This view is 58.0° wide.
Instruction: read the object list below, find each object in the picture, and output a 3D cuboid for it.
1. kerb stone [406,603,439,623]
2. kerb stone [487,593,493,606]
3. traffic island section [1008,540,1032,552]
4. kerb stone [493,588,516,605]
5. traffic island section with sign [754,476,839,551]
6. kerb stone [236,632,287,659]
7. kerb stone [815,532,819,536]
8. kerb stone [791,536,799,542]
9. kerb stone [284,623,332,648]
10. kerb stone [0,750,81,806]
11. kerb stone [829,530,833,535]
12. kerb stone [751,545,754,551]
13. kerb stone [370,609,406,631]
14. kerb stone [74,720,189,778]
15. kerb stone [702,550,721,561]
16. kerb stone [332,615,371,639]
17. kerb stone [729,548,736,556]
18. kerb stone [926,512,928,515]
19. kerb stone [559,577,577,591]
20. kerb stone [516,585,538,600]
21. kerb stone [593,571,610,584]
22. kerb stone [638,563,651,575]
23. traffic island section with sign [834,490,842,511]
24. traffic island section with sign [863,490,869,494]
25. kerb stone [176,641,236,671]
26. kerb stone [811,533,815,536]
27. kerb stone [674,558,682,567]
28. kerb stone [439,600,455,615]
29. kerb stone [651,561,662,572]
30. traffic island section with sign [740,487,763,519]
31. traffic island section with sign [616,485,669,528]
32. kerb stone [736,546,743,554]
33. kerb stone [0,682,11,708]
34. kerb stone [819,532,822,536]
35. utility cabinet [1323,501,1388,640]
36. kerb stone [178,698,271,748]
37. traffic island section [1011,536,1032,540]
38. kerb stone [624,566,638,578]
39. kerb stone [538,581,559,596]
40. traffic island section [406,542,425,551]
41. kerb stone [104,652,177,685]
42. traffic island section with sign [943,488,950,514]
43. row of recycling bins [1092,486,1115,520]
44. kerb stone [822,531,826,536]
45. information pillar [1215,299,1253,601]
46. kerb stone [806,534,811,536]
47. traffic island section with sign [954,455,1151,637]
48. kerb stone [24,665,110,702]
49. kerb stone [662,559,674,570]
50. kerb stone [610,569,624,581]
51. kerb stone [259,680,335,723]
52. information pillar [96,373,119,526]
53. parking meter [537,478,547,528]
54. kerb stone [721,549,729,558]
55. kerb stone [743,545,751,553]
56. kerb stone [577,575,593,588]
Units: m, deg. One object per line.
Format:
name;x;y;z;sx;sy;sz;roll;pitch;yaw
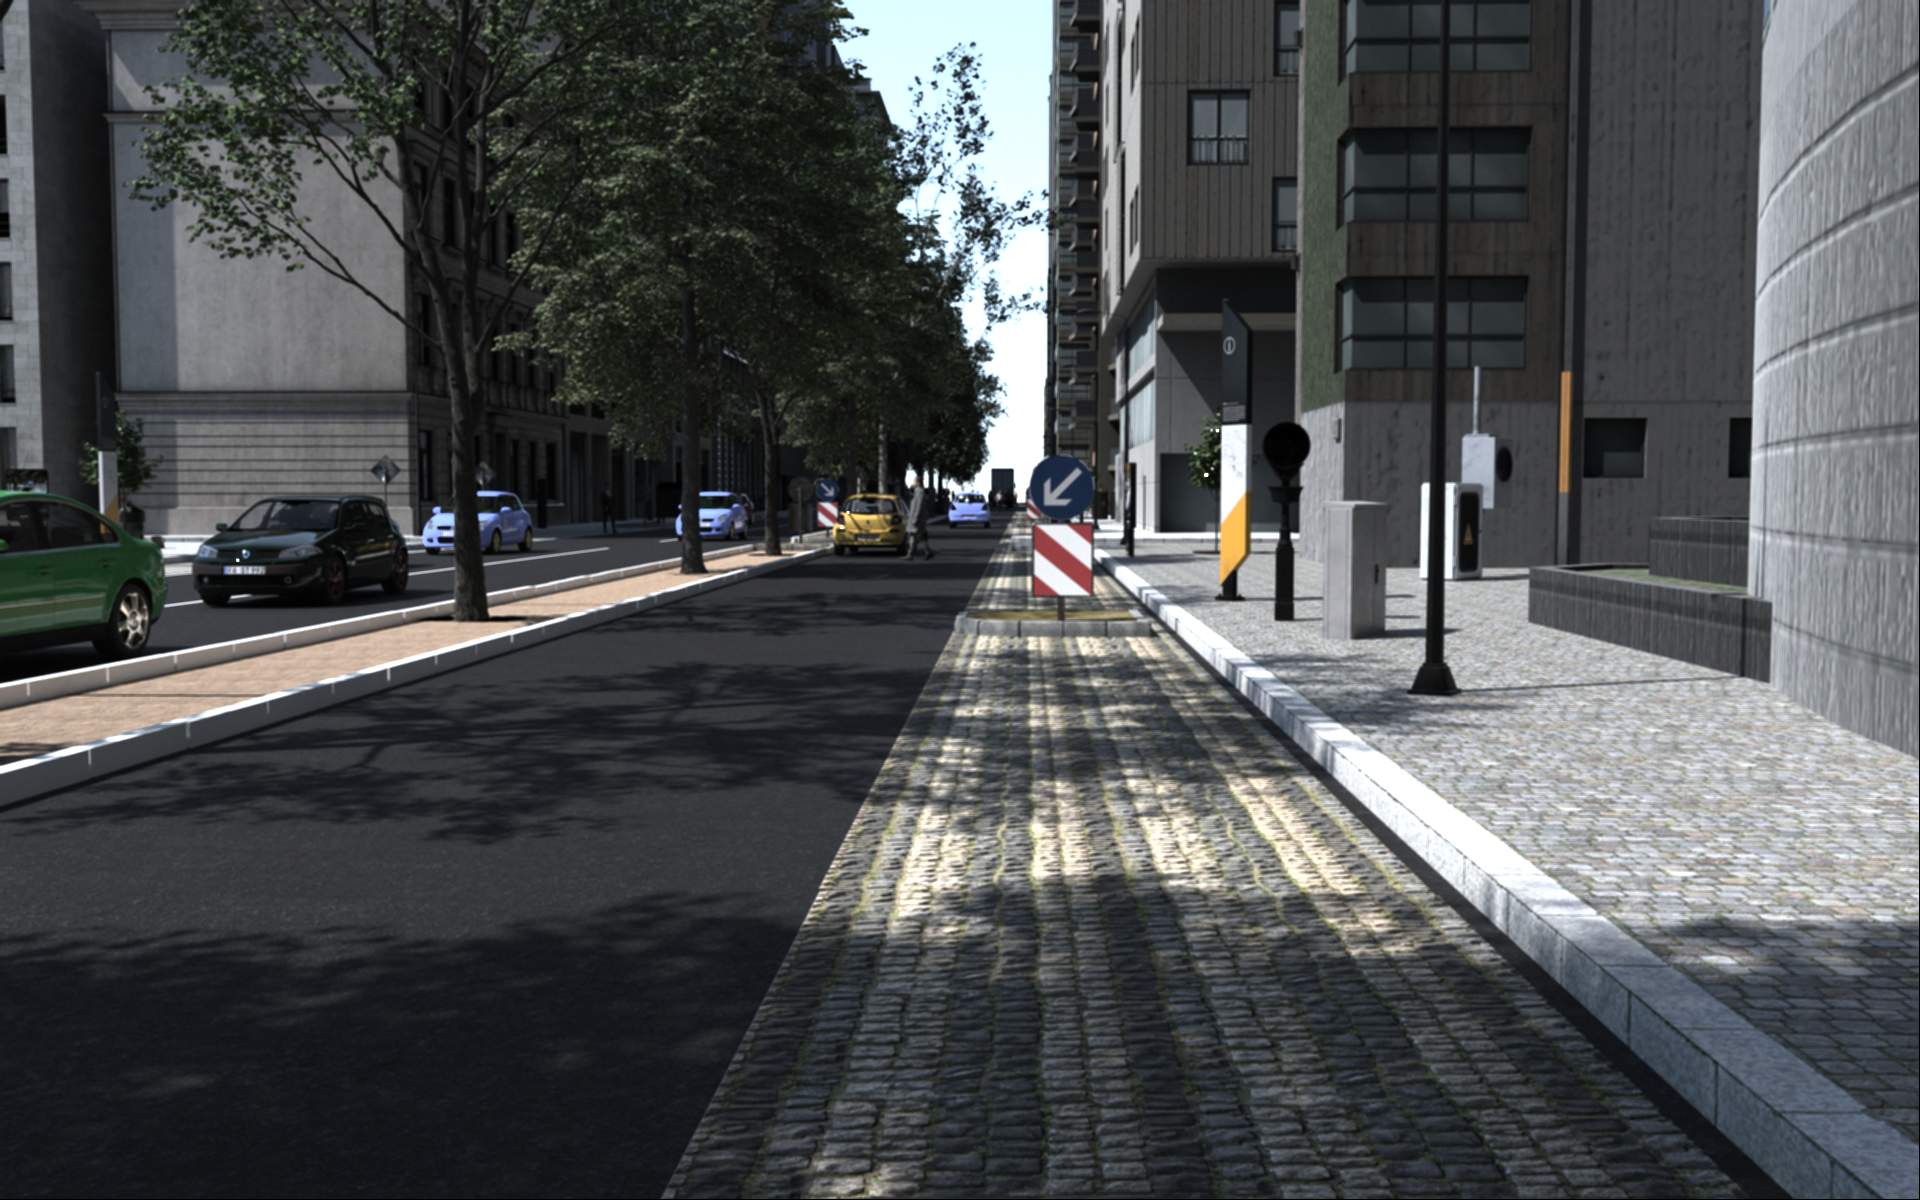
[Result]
kerb stone;-6.128;0.168;19.502;0.120;0.150;1.000;0;4;2
kerb stone;-6.053;0.040;21.547;0.120;0.150;1.000;0;4;2
traffic island section;2.231;-1.319;43.852;2.009;0.180;2.903;0;4;2
kerb stone;-6.023;-0.023;22.576;0.120;0.150;1.000;0;4;2
traffic island section with sign;-4.163;-2.214;44.330;2.006;1.907;1.989;0;4;2
kerb stone;-6.289;0.419;15.417;0.120;0.150;1.000;0;4;2
kerb stone;-4.766;-2.058;55.908;0.120;0.150;1.000;0;4;2
kerb stone;-4.930;-1.811;51.806;0.120;0.150;1.000;0;4;2
kerb stone;-6.241;0.352;16.438;0.120;0.150;1.000;0;4;2
kerb stone;-4.455;0.856;8.207;0.120;0.150;1.000;0;4;2
kerb stone;-4.607;-2.312;59.996;0.120;0.150;1.000;0;4;2
kerb stone;-5.246;-1.278;43.089;0.120;0.150;1.000;0;4;2
kerb stone;-6.178;0.227;18.481;0.120;0.150;1.000;0;4;2
kerb stone;-4.423;0.793;9.230;0.120;0.150;1.000;0;4;2
kerb stone;-5.446;-0.961;37.956;0.120;0.150;1.000;0;4;2
kerb stone;-6.209;0.290;17.459;0.120;0.150;1.000;0;4;2
kerb stone;-5.370;-1.089;39.999;0.120;0.150;1.000;0;4;2
kerb stone;-2.183;-6.259;124.558;0.120;0.150;1.000;0;4;2
kerb stone;-5.899;-0.206;25.650;0.120;0.150;1.000;0;4;2
kerb stone;-5.980;-0.086;23.597;0.120;0.150;1.000;0;4;2
kerb stone;-5.823;-0.329;27.695;0.120;0.150;1.000;0;4;2
kerb stone;-5.709;-0.523;30.773;0.120;0.150;1.000;0;4;2
traffic island section with sign;-10.716;-8.763;151.905;1.989;1.847;2.006;0;4;2
traffic island section with sign;-9.691;-10.445;179.399;1.989;1.847;2.006;0;4;2
kerb stone;-6.324;0.479;14.395;0.120;0.150;1.000;0;4;2
kerb stone;-4.808;-1.999;54.887;0.120;0.150;1.000;0;4;2
kerb stone;-5.593;-0.713;33.853;0.120;0.150;1.000;0;4;2
kerb stone;-6.092;0.102;20.526;0.120;0.150;1.000;0;4;2
kerb stone;-5.676;-0.587;31.800;0.120;0.150;1.000;0;4;2
traffic island section with sign;-12.612;-5.681;101.505;1.989;1.847;2.006;0;4;2
traffic island section with sign;-13.626;-4.033;74.569;1.989;1.847;2.006;0;4;2
kerb stone;-5.331;-1.152;41.028;0.120;0.150;1.000;0;4;2
kerb stone;-6.437;0.666;11.313;0.120;0.150;1.000;0;4;2
kerb stone;-4.727;-2.124;56.929;0.120;0.150;1.000;0;4;2
utility cabinet;3.589;-0.277;15.689;0.306;1.237;1.020;2;4;30
kerb stone;-4.376;0.730;10.254;0.120;0.150;1.000;0;4;2
traffic island section;2.531;-1.807;51.831;2.009;0.180;2.903;0;4;2
kerb stone;-5.747;-0.460;29.752;0.120;0.150;1.000;0;4;2
kerb stone;-5.938;-0.134;24.622;0.120;0.150;1.000;0;4;2
traffic island section;-14.748;-1.358;44.492;2.009;0.180;2.903;0;4;2
kerb stone;-6.368;0.540;13.373;0.120;0.150;1.000;0;4;2
traffic island section with sign;-1.064;-7.259;126.818;2.006;1.907;1.989;0;4;2
row of recycling bins;8.370;-4.887;87.012;3.534;1.692;1.069;1;4;13
kerb stone;-4.688;-2.187;57.950;0.120;0.150;1.000;0;4;2
information pillar;3.302;-1.798;20.757;0.183;3.616;0.504;-2;4;-30
kerb stone;-4.840;-1.937;53.865;0.120;0.150;1.000;0;4;2
traffic island section with sign;0.948;-0.585;18.185;1.989;1.847;2.006;0;4;2
kerb stone;-6.403;0.603;12.340;0.120;0.150;1.000;0;4;2
kerb stone;-5.631;-0.650;32.826;0.120;0.150;1.000;0;4;2
kerb stone;-5.789;-0.398;28.716;0.120;0.150;1.000;0;4;2
kerb stone;-4.344;0.668;11.276;0.120;0.150;1.000;0;4;2
information pillar;-16.617;-2.594;33.763;0.183;3.616;0.504;0;4;8
parking meter;-15.635;-3.612;64.762;0.255;1.863;0.399;-2;4;-31
kerb stone;-5.400;-1.026;38.977;0.120;0.150;1.000;0;4;2
kerb stone;-5.283;-1.215;42.059;0.120;0.150;1.000;0;4;2
kerb stone;-5.870;-0.274;26.671;0.120;0.150;1.000;0;4;2
